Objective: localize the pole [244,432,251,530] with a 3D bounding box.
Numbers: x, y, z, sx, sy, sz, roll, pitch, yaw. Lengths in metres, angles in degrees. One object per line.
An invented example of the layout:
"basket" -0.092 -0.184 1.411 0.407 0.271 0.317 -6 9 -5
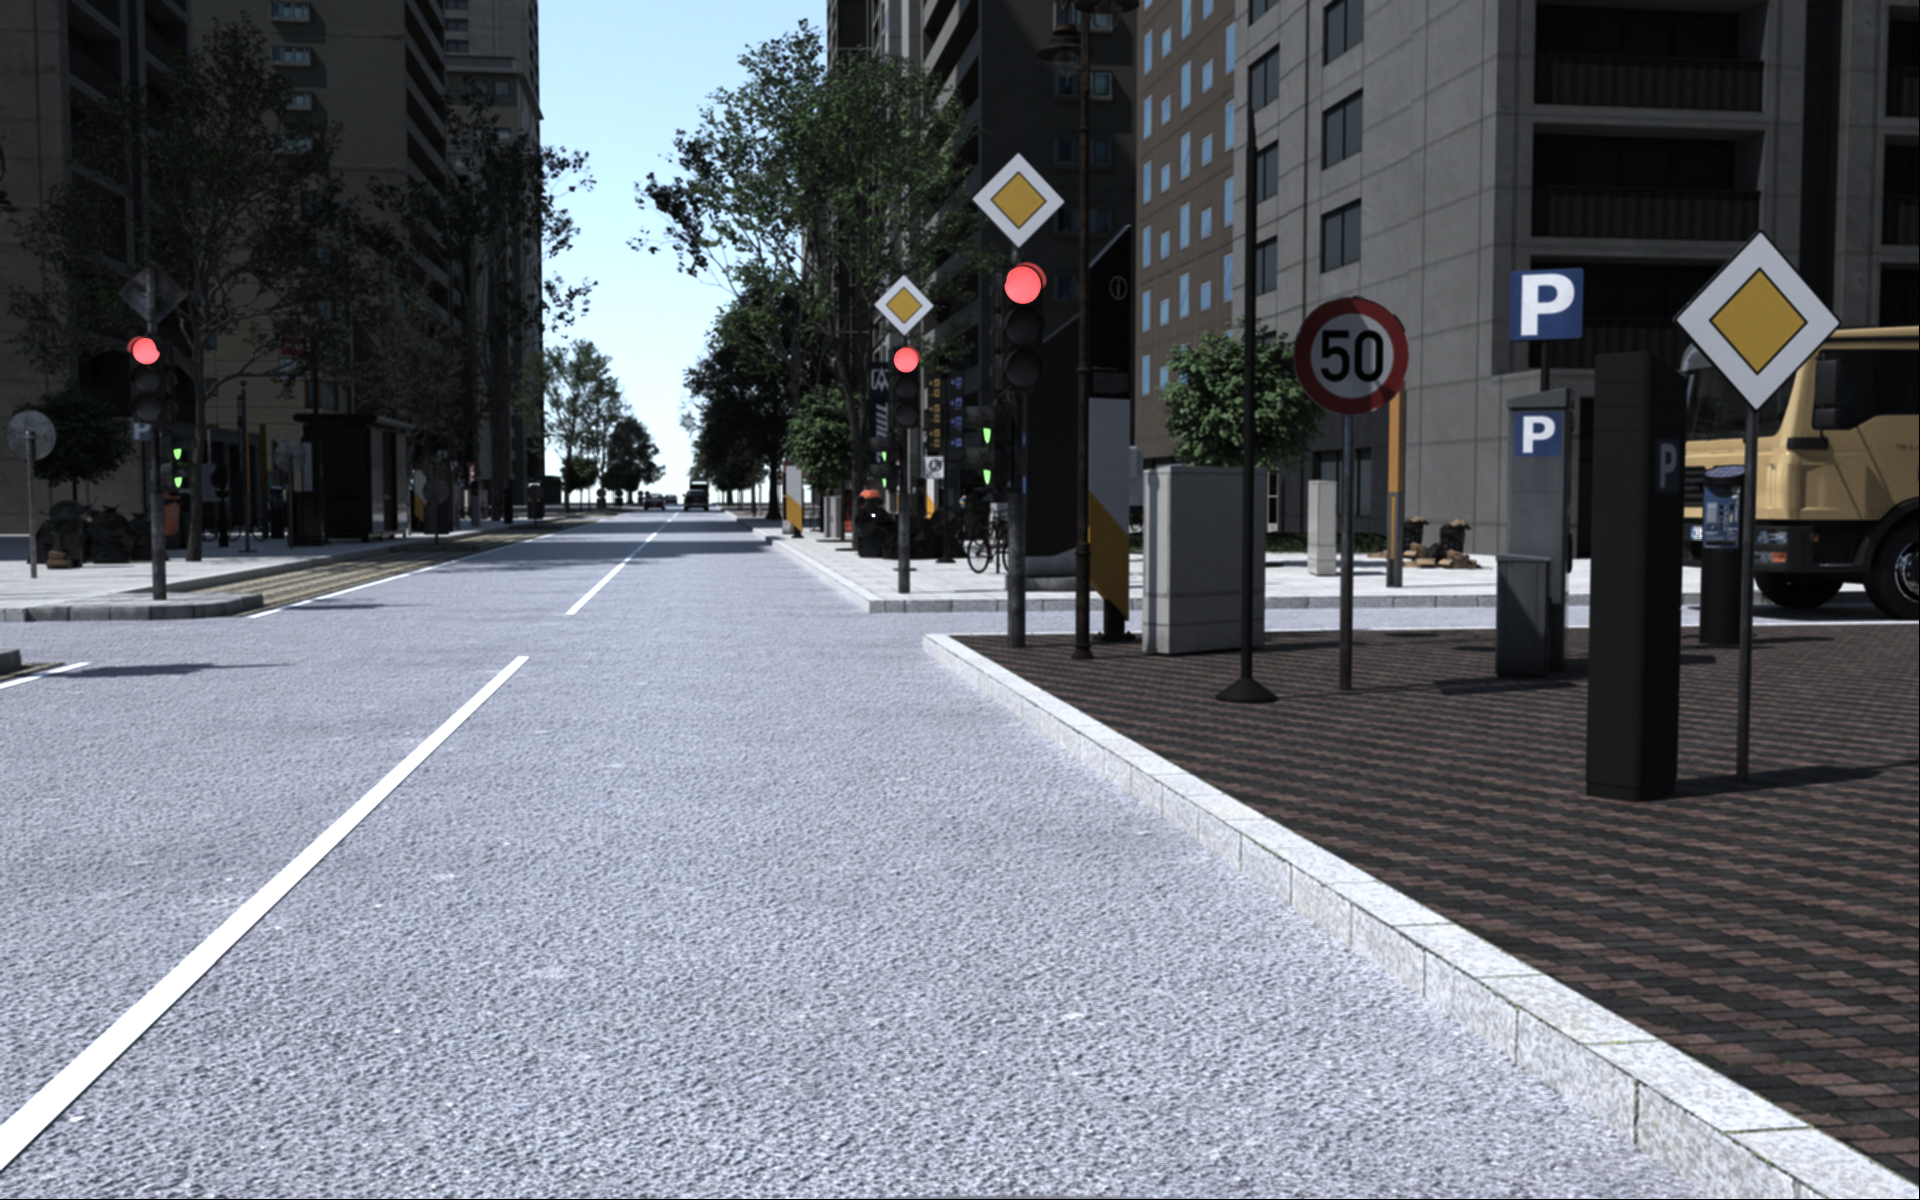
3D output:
"pole" -23.379 -3.850 56.795 0.158 3.312 0.155 0 3 0

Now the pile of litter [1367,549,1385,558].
"pile of litter" 8.946 -1.262 34.606 1.176 0.858 1.719 -2 4 -29

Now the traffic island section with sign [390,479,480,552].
"traffic island section with sign" -13.151 -2.132 43.478 1.989 1.847 2.006 -1 4 -9

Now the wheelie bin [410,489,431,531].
"wheelie bin" -18.944 -3.227 60.666 0.980 1.594 0.693 3 5 42

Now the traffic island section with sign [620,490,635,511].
"traffic island section with sign" -28.724 -8.425 146.380 1.989 1.847 2.006 -1 4 -9

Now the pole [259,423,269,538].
"pole" -20.104 -3.436 50.024 0.158 3.312 0.155 0 3 0

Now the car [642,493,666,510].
"car" -27.651 -9.040 156.846 2.155 1.783 4.494 0 4 -7

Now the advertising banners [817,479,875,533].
"advertising banners" -3.724 -3.762 57.696 2.074 3.025 0.090 0 4 4

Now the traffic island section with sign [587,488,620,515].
"traffic island section with sign" -24.613 -6.763 119.208 1.989 1.847 2.006 -1 4 -9

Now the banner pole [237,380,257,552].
"banner pole" -15.921 -2.963 38.462 0.401 3.779 0.863 -2 4 -35

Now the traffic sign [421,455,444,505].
"traffic sign" -17.346 -3.476 56.936 0.768 2.556 0.104 0 4 1

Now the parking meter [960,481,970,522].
"parking meter" 0.232 -4.238 75.008 0.399 1.863 0.255 1 4 10

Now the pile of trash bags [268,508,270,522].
"pile of trash bags" -31.850 -4.248 79.204 3.447 1.369 1.912 -2 4 -24

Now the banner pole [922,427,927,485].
"banner pole" -1.184 -4.104 57.110 0.863 3.779 0.401 3 5 41

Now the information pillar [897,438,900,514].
"information pillar" -2.164 -4.461 64.294 0.183 3.616 0.504 2 4 31

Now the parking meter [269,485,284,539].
"parking meter" -19.721 -2.544 50.005 0.372 1.533 0.369 0 3 0

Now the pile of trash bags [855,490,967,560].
"pile of trash bags" -1.283 -1.574 35.485 1.912 1.369 3.447 -2 4 -27

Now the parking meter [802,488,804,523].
"parking meter" -6.780 -3.962 73.192 0.372 1.533 0.369 0 3 0

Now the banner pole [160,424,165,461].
"banner pole" -24.901 -3.914 54.008 0.863 3.779 0.401 3 4 38

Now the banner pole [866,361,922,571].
"banner pole" -1.145 -2.378 28.902 0.863 3.779 0.401 -1 4 -18

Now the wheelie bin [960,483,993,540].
"wheelie bin" 0.497 -2.493 48.675 0.980 1.594 0.693 -2 4 -29

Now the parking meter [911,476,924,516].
"parking meter" -1.327 -2.986 54.526 0.255 1.863 0.399 -2 4 -35

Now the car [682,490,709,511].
"car" -22.578 -8.533 148.180 2.281 1.827 5.304 -1 4 -10

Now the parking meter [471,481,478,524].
"parking meter" -20.829 -4.198 74.346 0.255 1.863 0.399 0 4 -3

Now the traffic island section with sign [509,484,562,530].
"traffic island section with sign" -17.214 -3.774 70.339 1.989 1.847 2.006 -1 4 -9

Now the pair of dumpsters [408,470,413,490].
"pair of dumpsters" -21.879 -3.938 66.880 1.574 2.255 4.437 -1 4 -8

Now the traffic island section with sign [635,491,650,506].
"traffic island section with sign" -37.009 -11.774 201.136 1.989 1.847 2.006 -1 4 -9

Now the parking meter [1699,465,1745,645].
"parking meter" 6.561 -0.394 14.850 0.372 1.533 0.369 0 3 0

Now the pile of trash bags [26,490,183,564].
"pile of trash bags" -16.124 -1.441 33.308 1.912 1.369 3.447 1 4 8

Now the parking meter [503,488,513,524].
"parking meter" -19.550 -4.068 74.921 0.372 1.533 0.369 0 3 0

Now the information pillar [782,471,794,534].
"information pillar" -5.487 -3.112 55.368 0.304 2.012 0.304 1 4 19

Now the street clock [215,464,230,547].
"street clock" -17.843 -2.284 41.916 0.358 2.002 0.471 -1 4 -15

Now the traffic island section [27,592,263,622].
"traffic island section" -9.739 0.076 21.040 2.009 0.180 2.903 -1 4 -9

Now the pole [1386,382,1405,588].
"pole" 5.978 -1.829 23.739 0.158 3.312 0.155 0 3 0

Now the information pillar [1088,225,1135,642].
"information pillar" 1.290 -1.450 15.069 0.504 3.616 0.183 -3 4 -37

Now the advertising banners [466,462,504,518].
"advertising banners" -25.799 -5.988 94.084 2.074 3.025 0.090 0 4 8

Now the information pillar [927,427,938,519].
"information pillar" -0.802 -3.645 50.947 0.183 3.616 0.504 -3 4 -36

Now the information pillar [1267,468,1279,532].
"information pillar" 8.860 -2.722 48.992 0.304 2.012 0.304 1 4 13

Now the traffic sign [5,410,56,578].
"traffic sign" -14.113 -1.603 26.317 0.768 2.556 0.104 0 4 0

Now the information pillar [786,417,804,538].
"information pillar" -4.818 -3.614 50.438 0.504 3.616 0.183 0 4 8

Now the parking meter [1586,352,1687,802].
"parking meter" 2.875 -0.101 7.357 0.399 1.863 0.255 -3 5 -44

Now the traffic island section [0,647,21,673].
"traffic island section" -8.544 0.559 13.144 2.009 0.180 2.903 -1 4 -9

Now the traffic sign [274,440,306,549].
"traffic sign" -15.748 -2.484 40.715 0.768 2.556 0.104 0 4 0

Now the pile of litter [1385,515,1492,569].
"pile of litter" 8.427 -0.986 30.082 1.176 0.858 1.719 -1 4 -21

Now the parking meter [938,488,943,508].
"parking meter" -0.890 -3.977 73.443 0.372 1.533 0.369 0 3 0

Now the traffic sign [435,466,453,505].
"traffic sign" -20.202 -4.129 67.515 0.884 2.594 0.081 0 4 -6

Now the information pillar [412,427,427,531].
"information pillar" -18.553 -4.169 59.522 0.183 3.616 0.504 3 5 40

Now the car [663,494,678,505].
"car" -38.626 -13.407 231.199 2.014 1.417 4.499 -1 4 -9

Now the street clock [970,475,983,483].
"street clock" 0.629 -3.739 65.703 0.471 2.002 0.358 0 4 -7
